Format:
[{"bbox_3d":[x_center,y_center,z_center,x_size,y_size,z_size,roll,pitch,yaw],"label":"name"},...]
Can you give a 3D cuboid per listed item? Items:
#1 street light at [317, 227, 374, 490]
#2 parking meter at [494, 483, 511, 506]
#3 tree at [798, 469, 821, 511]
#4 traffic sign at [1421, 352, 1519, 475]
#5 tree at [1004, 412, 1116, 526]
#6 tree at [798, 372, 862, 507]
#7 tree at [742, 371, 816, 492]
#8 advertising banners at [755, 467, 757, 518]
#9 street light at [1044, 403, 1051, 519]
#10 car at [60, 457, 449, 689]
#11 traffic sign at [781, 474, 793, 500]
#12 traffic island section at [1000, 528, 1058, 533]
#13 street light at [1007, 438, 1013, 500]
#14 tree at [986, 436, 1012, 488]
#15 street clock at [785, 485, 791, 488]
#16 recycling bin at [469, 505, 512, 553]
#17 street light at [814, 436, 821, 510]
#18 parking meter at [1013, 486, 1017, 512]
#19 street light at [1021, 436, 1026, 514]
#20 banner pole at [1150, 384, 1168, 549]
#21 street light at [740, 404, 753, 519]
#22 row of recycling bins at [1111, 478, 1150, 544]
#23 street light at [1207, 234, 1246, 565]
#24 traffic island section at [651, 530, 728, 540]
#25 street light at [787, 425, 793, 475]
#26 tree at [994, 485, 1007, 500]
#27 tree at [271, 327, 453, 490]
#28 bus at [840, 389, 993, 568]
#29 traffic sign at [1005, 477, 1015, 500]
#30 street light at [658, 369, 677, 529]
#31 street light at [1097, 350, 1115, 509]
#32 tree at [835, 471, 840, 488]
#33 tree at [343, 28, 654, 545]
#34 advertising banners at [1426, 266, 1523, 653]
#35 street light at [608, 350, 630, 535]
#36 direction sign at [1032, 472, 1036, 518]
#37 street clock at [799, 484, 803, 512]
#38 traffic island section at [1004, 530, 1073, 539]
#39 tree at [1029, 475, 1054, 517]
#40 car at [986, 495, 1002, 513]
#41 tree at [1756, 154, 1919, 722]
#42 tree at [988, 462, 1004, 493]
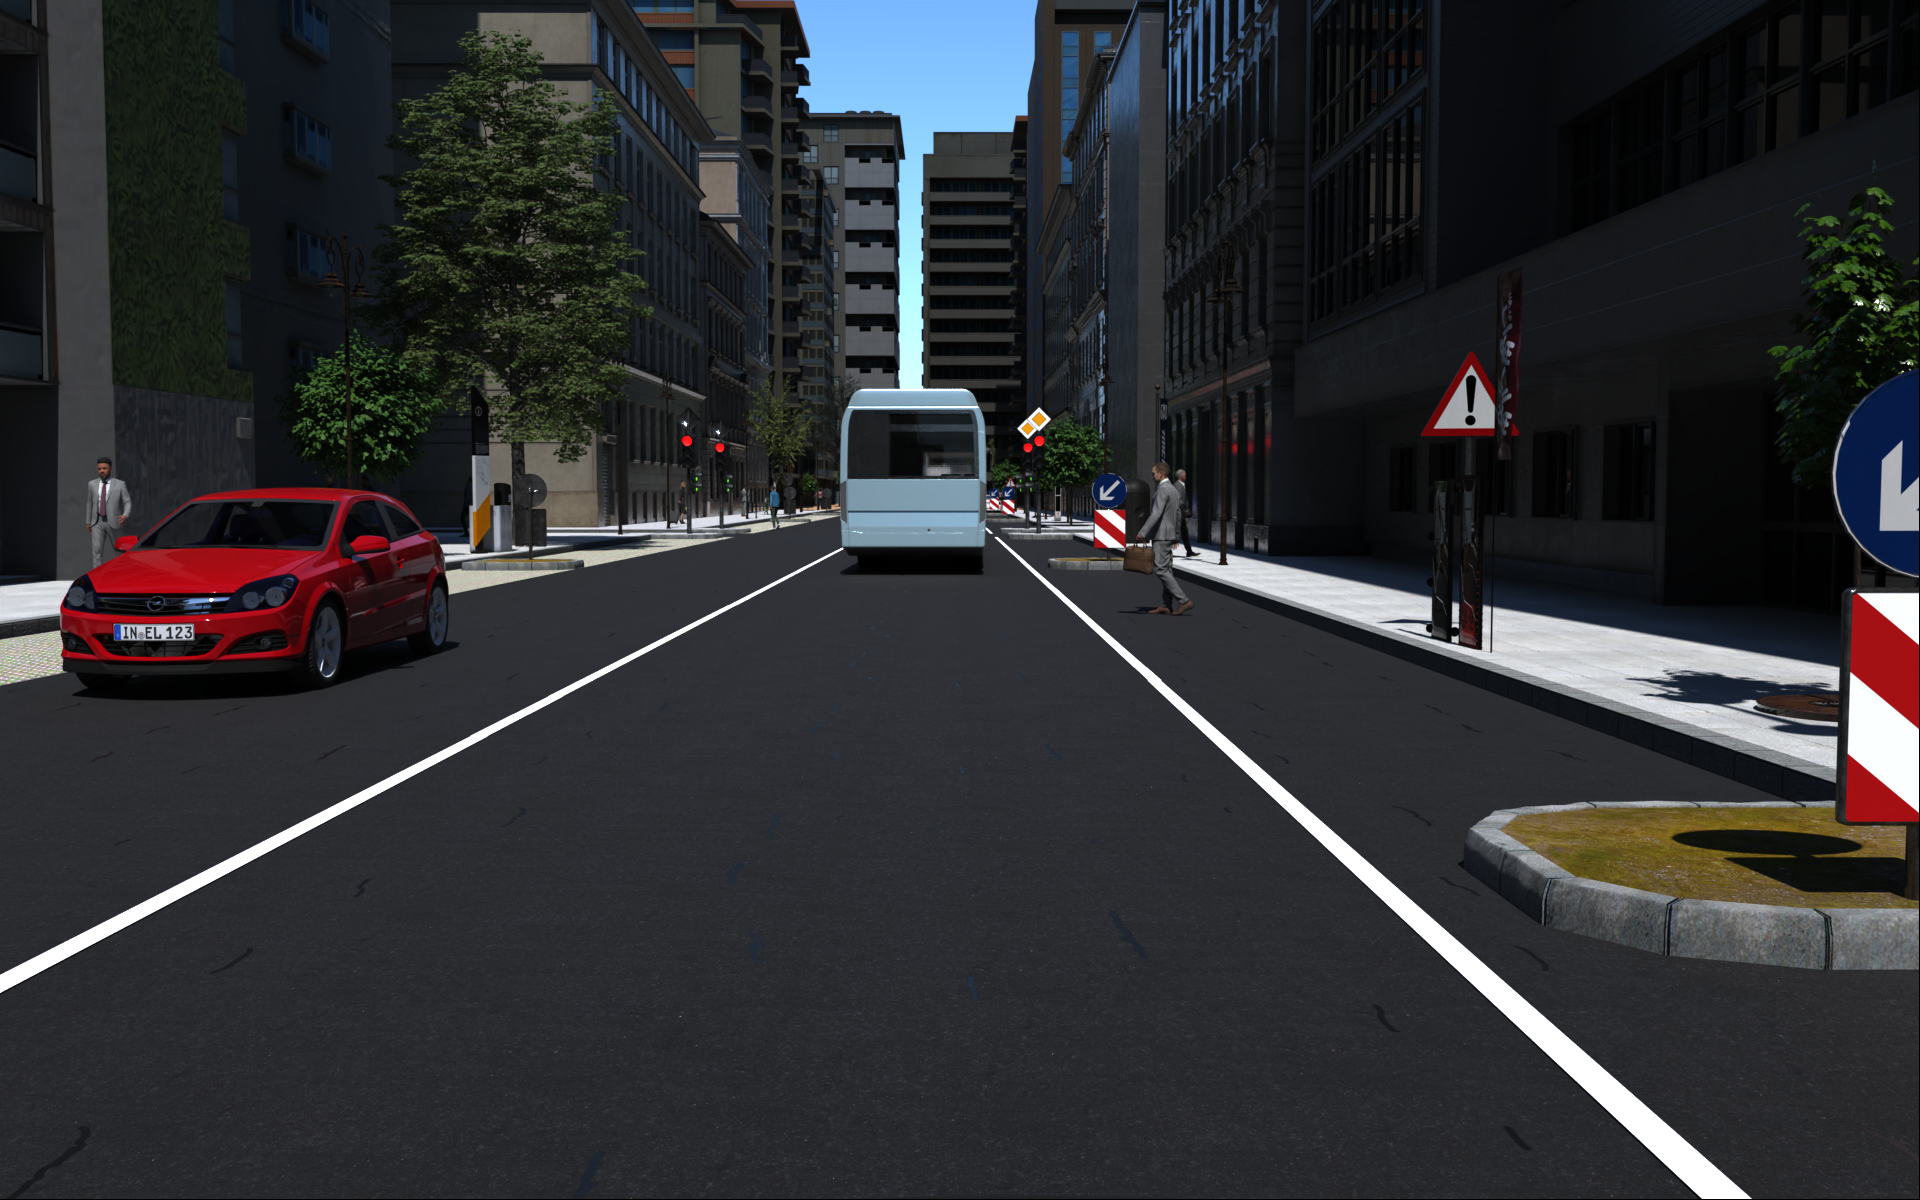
[{"bbox_3d":[-10.688,-3.516,30.271,0.468,5.910,1.993,0,4,0],"label":"street light"},{"bbox_3d":[-10.320,-1.877,39.104,0.372,1.533,0.369,0,3,0],"label":"parking meter"},{"bbox_3d":[-11.817,-8.557,134.503,1.663,3.219,1.824,0,3,0],"label":"tree"},{"bbox_3d":[4.667,-0.973,15.905,0.884,2.594,0.081,0,4,3],"label":"traffic sign"},{"bbox_3d":[4.494,-5.237,69.332,4.285,4.588,4.351,0,3,0],"label":"tree"},{"bbox_3d":[-12.026,-16.172,174.780,12.009,13.543,11.850,0,3,0],"label":"tree"},{"bbox_3d":[-10.989,-9.446,104.799,4.737,8.622,4.395,0,3,0],"label":"tree"},{"bbox_3d":[-10.786,-5.837,91.619,0.090,3.025,2.074,0,4,-6],"label":"advertising banners"},{"bbox_3d":[4.359,-7.029,87.704,0.468,5.910,1.993,0,4,0],"label":"street light"},{"bbox_3d":[-5.551,-0.308,14.071,2.155,1.783,4.494,0,4,0],"label":"car"},{"bbox_3d":[-10.970,-6.707,109.770,0.768,2.556,0.104,0,4,1],"label":"traffic sign"},{"bbox_3d":[2.514,-2.555,64.055,2.009,0.180,2.903,0,4,0],"label":"traffic island section"},{"bbox_3d":[3.984,-10.125,138.329,0.468,5.910,1.993,0,4,0],"label":"street light"},{"bbox_3d":[4.512,-16.265,216.302,4.737,8.622,4.395,0,3,0],"label":"tree"},{"bbox_3d":[-11.101,-6.535,111.414,0.471,2.002,0.358,-2,4,-27],"label":"street clock"},{"bbox_3d":[-10.397,-1.579,38.373,0.722,1.027,0.722,0,4,7],"label":"recycling bin"},{"bbox_3d":[-11.331,-10.096,137.861,0.468,5.910,1.993,0,4,0],"label":"street light"},{"bbox_3d":[4.007,-7.375,126.295,0.255,1.863,0.399,0,4,-6],"label":"parking meter"},{"bbox_3d":[4.231,-8.598,113.363,0.468,5.910,1.993,0,4,0],"label":"street light"},{"bbox_3d":[4.620,-3.048,39.847,0.401,3.779,0.863,2,4,28],"label":"banner pole"},{"bbox_3d":[-10.933,-7.098,88.839,0.468,5.910,1.993,0,4,0],"label":"street light"},{"bbox_3d":[4.559,-2.407,46.474,1.069,1.692,3.534,0,4,0],"label":"row of recycling bins"},{"bbox_3d":[4.755,-3.567,31.106,0.468,5.910,1.993,0,4,0],"label":"street light"},{"bbox_3d":[-8.772,-2.062,55.997,2.009,0.180,2.903,0,4,0],"label":"traffic island section"},{"bbox_3d":[-11.179,-8.598,113.361,0.468,5.910,1.993,0,4,0],"label":"street light"},{"bbox_3d":[4.596,-12.382,197.054,1.663,3.219,1.824,0,3,0],"label":"tree"},{"bbox_3d":[-11.809,-3.095,34.311,4.285,4.588,4.351,0,3,0],"label":"tree"},{"bbox_3d":[-0.738,-2.572,36.904,2.948,3.499,13.247,0,4,1],"label":"bus"},{"bbox_3d":[3.855,-8.069,131.936,0.884,2.594,0.081,0,4,7],"label":"traffic sign"},{"bbox_3d":[-10.812,-5.583,64.077,0.468,5.910,1.993,0,4,0],"label":"street light"},{"bbox_3d":[4.665,-5.065,55.606,0.468,5.910,1.993,0,4,0],"label":"street light"},{"bbox_3d":[-11.971,-12.551,188.923,4.285,4.588,4.351,0,3,0],"label":"tree"},{"bbox_3d":[-11.354,-7.659,43.354,7.486,12.596,7.792,0,3,0],"label":"tree"},{"bbox_3d":[4.267,-1.115,14.422,0.090,3.025,2.074,0,4,-2],"label":"advertising banners"},{"bbox_3d":[-10.775,-5.014,54.772,0.468,5.910,1.993,0,4,0],"label":"street light"},{"bbox_3d":[4.064,-6.200,93.361,0.379,3.537,0.876,0,4,0],"label":"direction sign"},{"bbox_3d":[-11.252,-7.227,122.739,0.358,2.002,0.471,-1,4,-12],"label":"street clock"},{"bbox_3d":[2.569,-2.067,56.070,2.009,0.180,2.903,0,4,0],"label":"traffic island section"},{"bbox_3d":[4.745,-6.307,97.713,1.663,3.219,1.824,0,3,0],"label":"tree"},{"bbox_3d":[1.918,-6.609,120.413,2.083,1.381,4.827,0,4,-2],"label":"car"},{"bbox_3d":[5.124,-0.939,9.961,1.663,3.219,1.824,0,3,0],"label":"tree"},{"bbox_3d":[4.281,-10.721,158.998,4.285,4.588,4.351,0,3,0],"label":"tree"}]
